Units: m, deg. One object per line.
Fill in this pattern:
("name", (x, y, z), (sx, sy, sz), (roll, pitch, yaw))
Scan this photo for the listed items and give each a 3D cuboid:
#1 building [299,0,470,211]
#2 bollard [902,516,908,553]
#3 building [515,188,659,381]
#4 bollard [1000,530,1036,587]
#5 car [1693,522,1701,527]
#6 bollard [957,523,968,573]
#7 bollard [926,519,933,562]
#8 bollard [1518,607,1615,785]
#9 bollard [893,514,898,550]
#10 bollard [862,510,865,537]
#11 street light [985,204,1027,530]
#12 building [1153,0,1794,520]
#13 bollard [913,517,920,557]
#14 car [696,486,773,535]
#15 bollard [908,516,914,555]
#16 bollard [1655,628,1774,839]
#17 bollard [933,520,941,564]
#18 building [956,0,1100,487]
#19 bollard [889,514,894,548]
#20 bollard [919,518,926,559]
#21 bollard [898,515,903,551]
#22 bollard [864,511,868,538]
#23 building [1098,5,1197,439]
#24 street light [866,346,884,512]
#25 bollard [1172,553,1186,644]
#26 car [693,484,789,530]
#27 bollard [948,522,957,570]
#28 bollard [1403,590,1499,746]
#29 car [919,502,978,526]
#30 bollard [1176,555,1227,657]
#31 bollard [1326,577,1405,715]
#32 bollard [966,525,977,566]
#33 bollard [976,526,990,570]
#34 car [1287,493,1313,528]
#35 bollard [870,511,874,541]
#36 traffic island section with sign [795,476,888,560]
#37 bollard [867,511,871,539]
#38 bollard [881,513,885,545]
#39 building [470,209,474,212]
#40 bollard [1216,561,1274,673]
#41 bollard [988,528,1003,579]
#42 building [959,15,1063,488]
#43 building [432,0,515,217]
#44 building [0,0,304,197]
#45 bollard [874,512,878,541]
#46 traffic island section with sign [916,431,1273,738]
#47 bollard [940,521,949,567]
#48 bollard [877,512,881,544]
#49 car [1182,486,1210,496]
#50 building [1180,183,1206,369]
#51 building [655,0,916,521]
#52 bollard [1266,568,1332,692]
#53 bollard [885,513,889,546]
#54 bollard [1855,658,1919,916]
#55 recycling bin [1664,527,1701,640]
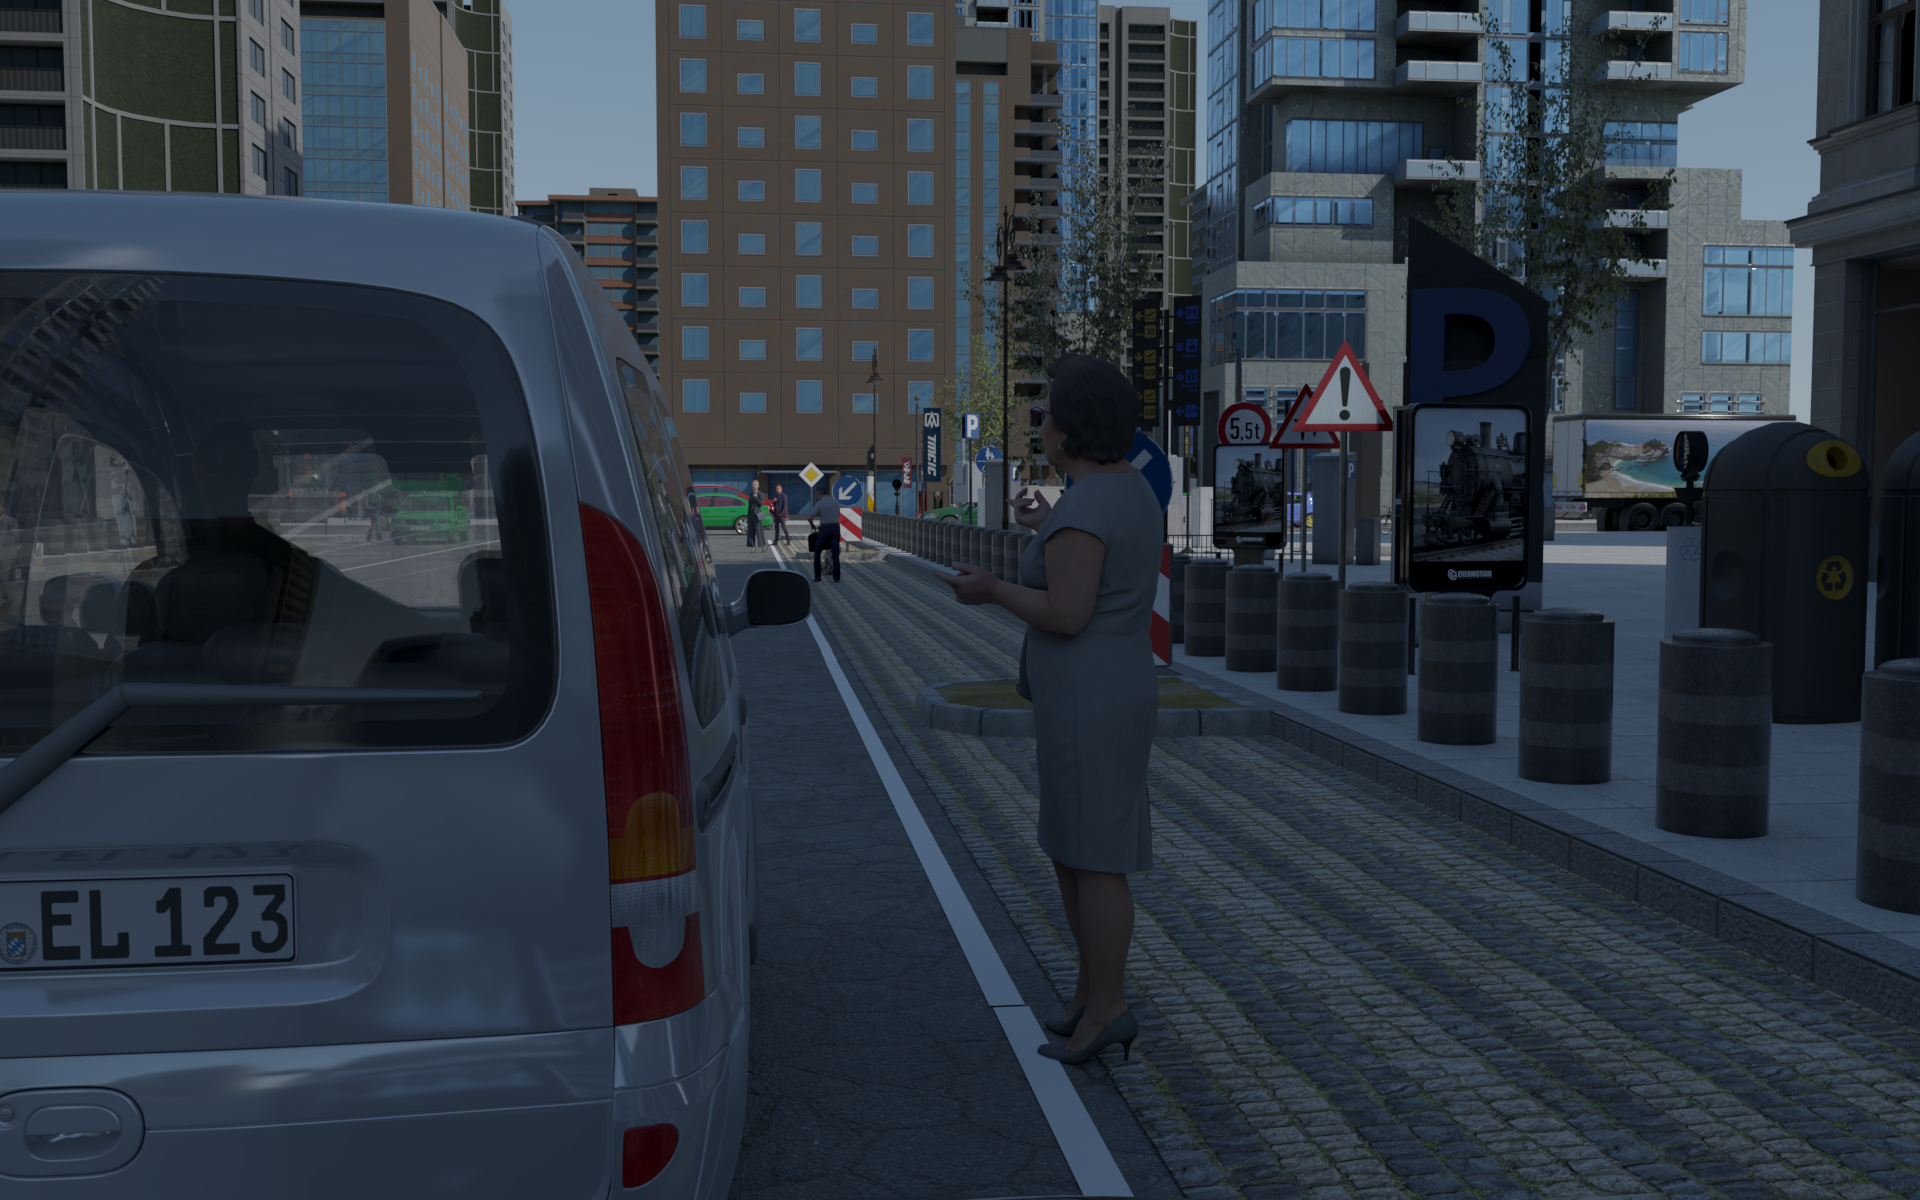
("building", (-53.095, -31.130, 159.085), (14.600, 45.320, 14.200), (0, 4, -7))
("bollard", (-0.981, -1.407, 37.725), (0.404, 0.777, 0.398), (0, 3, 0))
("building", (-50.436, -36.439, 250.408), (28.867, 44.769, 22.147), (0, 4, -7))
("bollard", (0.802, -0.530, 23.378), (0.404, 0.777, 0.398), (0, 3, 0))
("car", (30.519, -3.797, 74.082), (4.499, 1.417, 2.014), (0, 4, -7))
("bollard", (0.212, -0.821, 28.148), (0.404, 0.777, 0.398), (0, 3, 0))
("bollard", (-0.381, -1.114, 32.924), (0.404, 0.777, 0.398), (0, 3, 0))
("bollard", (2.732, 0.422, 7.810), (0.404, 0.777, 0.398), (0, 3, 0))
("bollard", (-1.274, -1.553, 40.111), (0.404, 0.777, 0.398), (0, 3, 0))
("bollard", (-2.606, -2.211, 50.865), (0.404, 0.777, 0.398), (0, 3, 0))
("street light", (0.734, -3.373, 27.931), (0.468, 5.910, 1.993), (0, 4, -7))
("building", (27.023, -47.897, 95.781), (31.000, 86.520, 22.319), (0, 4, -7))
("bollard", (-0.681, -1.261, 35.327), (0.404, 0.777, 0.398), (0, 3, 0))
("car", (-8.920, -3.165, 60.547), (4.718, 1.807, 1.959), (0, 4, -8))
("bollard", (-0.832, -1.333, 36.519), (0.404, 0.777, 0.398), (0, 3, 0))
("bollard", (2.878, 0.496, 6.611), (0.404, 0.777, 0.398), (0, 3, 0))
("bollard", (-0.233, -1.041, 31.730), (0.404, 0.777, 0.398), (0, 3, 0))
("building", (3.244, -53.474, 186.977), (22.319, 86.520, 31.000), (0, 4, -7))
("bollard", (-1.420, -1.626, 41.303), (0.404, 0.777, 0.398), (0, 3, 0))
("bollard", (-0.531, -1.187, 34.126), (0.404, 0.777, 0.398), (0, 3, 0))
("bollard", (-1.125, -1.480, 38.918), (0.404, 0.777, 0.398), (0, 3, 0))
("bollard", (-2.462, -2.137, 49.664), (0.404, 0.777, 0.398), (0, 3, 0))
("building", (24.583, -50.121, 257.730), (20.611, 71.187, 20.563), (0, 4, -7))
("street light", (-2.666, -4.978, 54.186), (0.468, 5.910, 1.993), (0, 4, -7))
("bollard", (1.844, -0.017, 15.002), (0.404, 0.777, 0.398), (0, 3, 0))
("car", (-9.525, -3.719, 69.472), (5.304, 1.827, 2.281), (0, 4, -8))
("bollard", (0.061, -0.894, 29.340), (0.404, 0.777, 0.398), (0, 3, 0))
("bollard", (2.587, 0.349, 9.003), (0.404, 0.777, 0.398), (0, 3, 0))
("car", (0.927, -3.036, 61.442), (4.920, 1.459, 2.131), (-1, 4, -9))
("bollard", (1.992, 0.056, 13.809), (0.404, 0.777, 0.398), (0, 3, 0))
("bollard", (2.436, 0.276, 10.206), (0.404, 0.777, 0.398), (0, 3, 0))
("bollard", (0.358, -0.749, 26.955), (0.404, 0.777, 0.398), (0, 3, 0))
("bollard", (0.507, -0.676, 25.763), (0.404, 0.777, 0.398), (0, 3, 0))
("car", (13.414, -3.916, 73.625), (3.694, 1.707, 1.945), (-1, 4, -9))
("bollard", (-2.165, -1.992, 47.279), (0.404, 0.777, 0.398), (0, 3, 0))
("traffic island section with sign", (-2.645, -1.823, 38.426), (1.989, 1.847, 2.006), (0, 4, -7))
("bollard", (-2.311, -2.065, 48.472), (0.404, 0.777, 0.398), (0, 3, 0))
("bollard", (-1.719, -1.772, 43.688), (0.404, 0.777, 0.398), (0, 3, 0))
("building", (-54.452, -24.581, 173.606), (14.160, 30.474, 14.107), (0, 4, -7))
("bollard", (2.137, 0.128, 12.616), (0.404, 0.777, 0.398), (0, 3, 0))
("bollard", (0.653, -0.603, 24.570), (0.404, 0.777, 0.398), (0, 3, 0))
("building", (1.467, -31.445, 164.229), (14.600, 45.320, 14.200), (0, 4, -7))
("building", (-74.915, -49.402, 245.978), (20.611, 71.187, 20.563), (0, 4, -7))
("building", (-46.886, -39.730, 87.832), (20.611, 71.187, 20.563), (0, 4, -7))
("bollard", (-2.013, -1.919, 46.084), (0.404, 0.777, 0.398), (0, 3, 0))
("traffic island section with sign", (0.747, -0.148, 11.042), (1.989, 1.847, 2.006), (0, 4, -7))
("bollard", (-0.085, -0.968, 30.536), (0.404, 0.777, 0.398), (0, 3, 0))
("bollard", (-1.867, -1.845, 44.886), (0.404, 0.777, 0.398), (0, 3, 0))
("car", (7.720, -3.275, 62.341), (4.718, 1.807, 1.959), (0, 4, -6))
("building", (38.743, -30.659, 193.149), (23.993, 40.220, 32.217), (0, 4, -7))
("building", (-8.092, -26.843, 88.990), (14.200, 45.320, 14.600), (0, 4, -7))
("bollard", (2.290, 0.203, 11.399), (0.404, 0.777, 0.398), (0, 3, 0))
("bollard", (-1.571, -1.699, 42.495), (0.404, 0.777, 0.398), (0, 3, 0))
("bollard", (3.033, 0.569, 5.409), (0.404, 0.777, 0.398), (0, 3, 0))
("recycling bin", (5.728, -0.033, 13.095), (0.722, 1.027, 0.722), (2, 4, 23))
